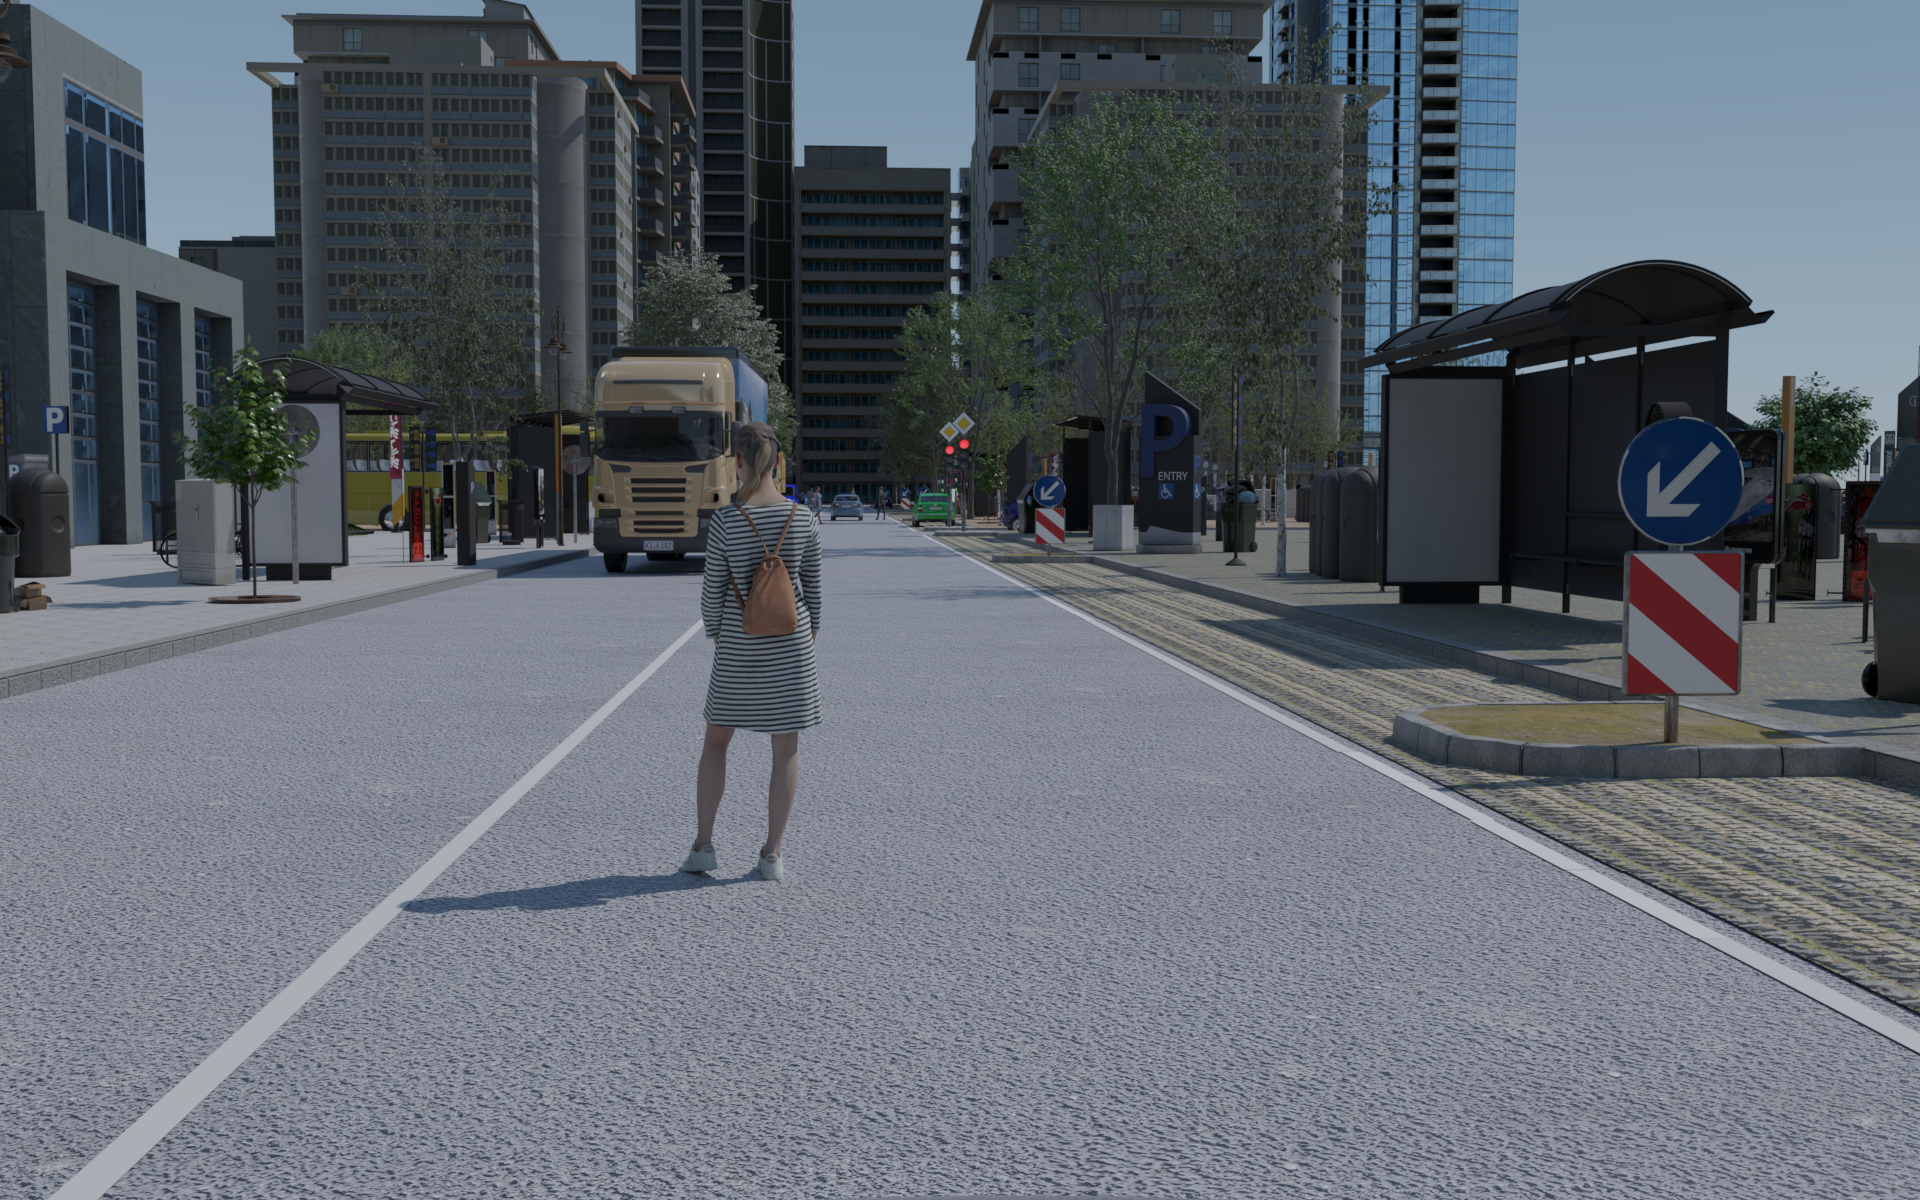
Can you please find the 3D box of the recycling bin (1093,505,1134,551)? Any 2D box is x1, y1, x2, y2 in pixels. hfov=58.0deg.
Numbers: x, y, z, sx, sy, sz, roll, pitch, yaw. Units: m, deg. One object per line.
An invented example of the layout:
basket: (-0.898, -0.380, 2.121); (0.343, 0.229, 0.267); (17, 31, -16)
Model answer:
recycling bin: (3.488, -1.642, 39.398); (0.722, 1.027, 0.722); (2, 4, 29)

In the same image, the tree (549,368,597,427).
tree: (-21.034, -9.257, 101.715); (4.737, 8.622, 4.395); (0, 3, 0)

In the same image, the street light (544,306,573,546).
street light: (-9.859, -4.273, 42.646); (0.468, 5.910, 1.993); (0, 4, -4)

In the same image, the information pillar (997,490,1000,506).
information pillar: (2.680, -7.348, 124.634); (0.304, 2.012, 0.304); (-3, 5, -39)

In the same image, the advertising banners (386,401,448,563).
advertising banners: (-10.194, -2.220, 32.477); (0.090, 3.025, 2.074); (1, 4, 13)

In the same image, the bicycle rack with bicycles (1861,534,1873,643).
bicycle rack with bicycles: (8.817, -0.081, 14.707); (2.925, 0.926, 2.852); (-2, 4, -34)

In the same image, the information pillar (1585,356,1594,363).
information pillar: (10.591, -2.291, 28.810); (0.504, 3.616, 0.183); (2, 4, 32)

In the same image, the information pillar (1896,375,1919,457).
information pillar: (18.310, -2.571, 33.383); (0.183, 3.616, 0.504); (-3, 4, -37)

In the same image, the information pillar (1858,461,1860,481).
information pillar: (62.597, -7.908, 120.657); (0.183, 3.616, 0.504); (2, 4, 35)

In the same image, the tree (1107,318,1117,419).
tree: (7.384, -6.452, 55.848); (4.360, 8.622, 3.978); (0, 3, 0)

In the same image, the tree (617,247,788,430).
tree: (-13.075, -11.168, 89.259); (9.857, 13.997, 8.962); (0, 3, 0)

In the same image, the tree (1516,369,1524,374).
tree: (26.296, -8.370, 87.218); (4.737, 8.622, 4.395); (0, 3, 0)

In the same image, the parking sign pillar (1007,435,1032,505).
parking sign pillar: (2.736, -5.580, 79.706); (1.447, 3.967, 1.447); (-3, 5, -42)

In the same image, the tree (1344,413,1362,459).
tree: (23.816, -9.956, 113.150); (4.737, 8.622, 4.395); (0, 3, 0)

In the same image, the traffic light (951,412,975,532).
traffic light: (0.107, -4.302, 59.258); (0.839, 4.253, 0.868); (0, 4, -4)

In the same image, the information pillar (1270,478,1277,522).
information pillar: (14.442, -4.581, 79.395); (0.304, 2.012, 0.304); (-3, 5, -43)

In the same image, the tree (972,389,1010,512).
tree: (2.688, -10.452, 121.258); (4.737, 8.622, 4.395); (0, 3, 0)

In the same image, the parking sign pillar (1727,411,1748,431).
parking sign pillar: (22.731, -3.814, 50.823); (1.447, 3.967, 1.447); (3, 5, 39)

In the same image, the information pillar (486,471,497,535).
information pillar: (-14.658, -3.038, 54.168); (0.304, 2.012, 0.304); (-1, 4, -11)

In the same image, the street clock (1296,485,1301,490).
street clock: (25.808, -7.791, 131.956); (0.471, 2.002, 0.358); (1, 4, 13)

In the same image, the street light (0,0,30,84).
street light: (-7.805, -2.493, 13.541); (0.468, 5.910, 1.993); (0, 4, -4)

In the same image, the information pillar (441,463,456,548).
information pillar: (-12.144, -2.241, 41.129); (0.304, 2.012, 0.304); (-1, 4, -17)

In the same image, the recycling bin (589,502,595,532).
recycling bin: (-12.749, -2.789, 58.153); (0.722, 1.027, 0.722); (1, 4, 20)

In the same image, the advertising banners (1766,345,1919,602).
advertising banners: (10.736, -1.488, 20.525); (2.074, 3.025, 0.090); (1, 4, 23)

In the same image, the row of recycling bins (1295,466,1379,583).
row of recycling bins: (6.024, -1.199, 26.711); (1.069, 1.692, 3.534); (0, 4, 2)

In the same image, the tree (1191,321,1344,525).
tree: (12.286, -7.378, 70.996); (4.737, 8.622, 4.395); (0, 3, 0)

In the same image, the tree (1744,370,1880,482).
tree: (22.580, -3.813, 46.057); (4.285, 4.588, 4.351); (0, 3, 0)

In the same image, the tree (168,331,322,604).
tree: (-8.350, -1.596, 20.695); (1.663, 3.219, 1.824); (0, 3, 0)

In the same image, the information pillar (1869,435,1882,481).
information pillar: (36.554, -4.760, 69.184); (0.504, 3.616, 0.183); (-1, 4, -19)

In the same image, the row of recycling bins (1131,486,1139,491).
row of recycling bins: (8.856, -5.107, 90.612); (1.069, 1.692, 3.534); (-1, 4, -15)

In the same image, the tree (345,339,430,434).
tree: (-26.791, -7.971, 80.682); (4.737, 8.622, 4.395); (0, 3, 0)

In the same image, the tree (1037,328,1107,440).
tree: (5.645, -7.410, 71.509); (4.360, 8.622, 3.978); (0, 3, 0)

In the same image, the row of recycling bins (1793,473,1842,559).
row of recycling bins: (17.177, -1.748, 35.690); (1.069, 1.692, 3.534); (0, 4, 7)

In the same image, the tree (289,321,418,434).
tree: (-36.440, -10.857, 103.270); (9.928, 11.665, 9.643); (0, 3, 0)

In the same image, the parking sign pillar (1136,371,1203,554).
parking sign pillar: (4.544, -2.997, 37.477); (1.447, 3.967, 1.447); (2, 4, 32)

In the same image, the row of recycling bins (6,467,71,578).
row of recycling bins: (-15.265, -1.150, 25.908); (3.534, 1.692, 1.069); (-3, 5, -41)

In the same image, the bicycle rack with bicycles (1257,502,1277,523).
bicycle rack with bicycles: (12.985, -3.930, 77.642); (2.925, 0.926, 2.852); (-1, 4, -14)

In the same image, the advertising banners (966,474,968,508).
advertising banners: (0.411, -5.868, 92.125); (0.090, 3.025, 2.074); (0, 4, 4)

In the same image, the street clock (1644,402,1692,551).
street clock: (5.579, -0.558, 13.687); (0.358, 2.002, 0.471); (0, 4, 3)

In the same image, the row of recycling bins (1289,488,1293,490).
row of recycling bins: (16.266, -4.440, 79.707); (1.069, 1.692, 3.534); (0, 4, -5)

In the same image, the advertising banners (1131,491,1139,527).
advertising banners: (7.500, -4.350, 67.310); (2.074, 3.025, 0.090); (-1, 4, -14)

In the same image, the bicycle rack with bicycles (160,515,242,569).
bicycle rack with bicycles: (-13.012, -1.093, 31.249); (2.925, 0.926, 2.852); (-2, 4, -32)

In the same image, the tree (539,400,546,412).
tree: (-29.780, -10.735, 125.878); (4.737, 8.622, 4.395); (0, 3, 0)

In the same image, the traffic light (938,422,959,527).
traffic light: (-0.433, -4.789, 67.225); (0.839, 4.253, 0.868); (0, 4, -4)

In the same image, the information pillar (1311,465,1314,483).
information pillar: (28.380, -9.061, 139.502); (0.183, 3.616, 0.504); (0, 4, -2)

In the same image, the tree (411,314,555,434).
tree: (-23.931, -9.384, 87.842); (7.601, 10.594, 8.767); (0, 4, -2)

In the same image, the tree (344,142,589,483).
tree: (-10.578, -5.260, 36.356); (4.360, 8.622, 3.978); (0, 3, 0)

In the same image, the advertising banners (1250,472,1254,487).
advertising banners: (23.951, -8.751, 139.269); (2.074, 3.025, 0.090); (-3, 5, -42)

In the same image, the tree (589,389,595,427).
tree: (-21.955, -8.919, 96.195); (4.360, 8.622, 3.978); (0, 3, 0)

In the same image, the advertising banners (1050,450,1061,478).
advertising banners: (4.274, -4.380, 67.806); (0.090, 3.025, 2.074); (-3, 5, -43)

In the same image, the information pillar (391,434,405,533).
information pillar: (-18.560, -4.023, 57.133); (0.504, 3.616, 0.183); (2, 4, 28)

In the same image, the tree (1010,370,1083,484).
tree: (5.460, -9.340, 103.067); (4.737, 8.622, 4.395); (0, 3, 0)

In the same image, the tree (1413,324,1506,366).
tree: (20.104, -7.497, 72.933); (4.737, 8.622, 4.395); (0, 3, 0)
